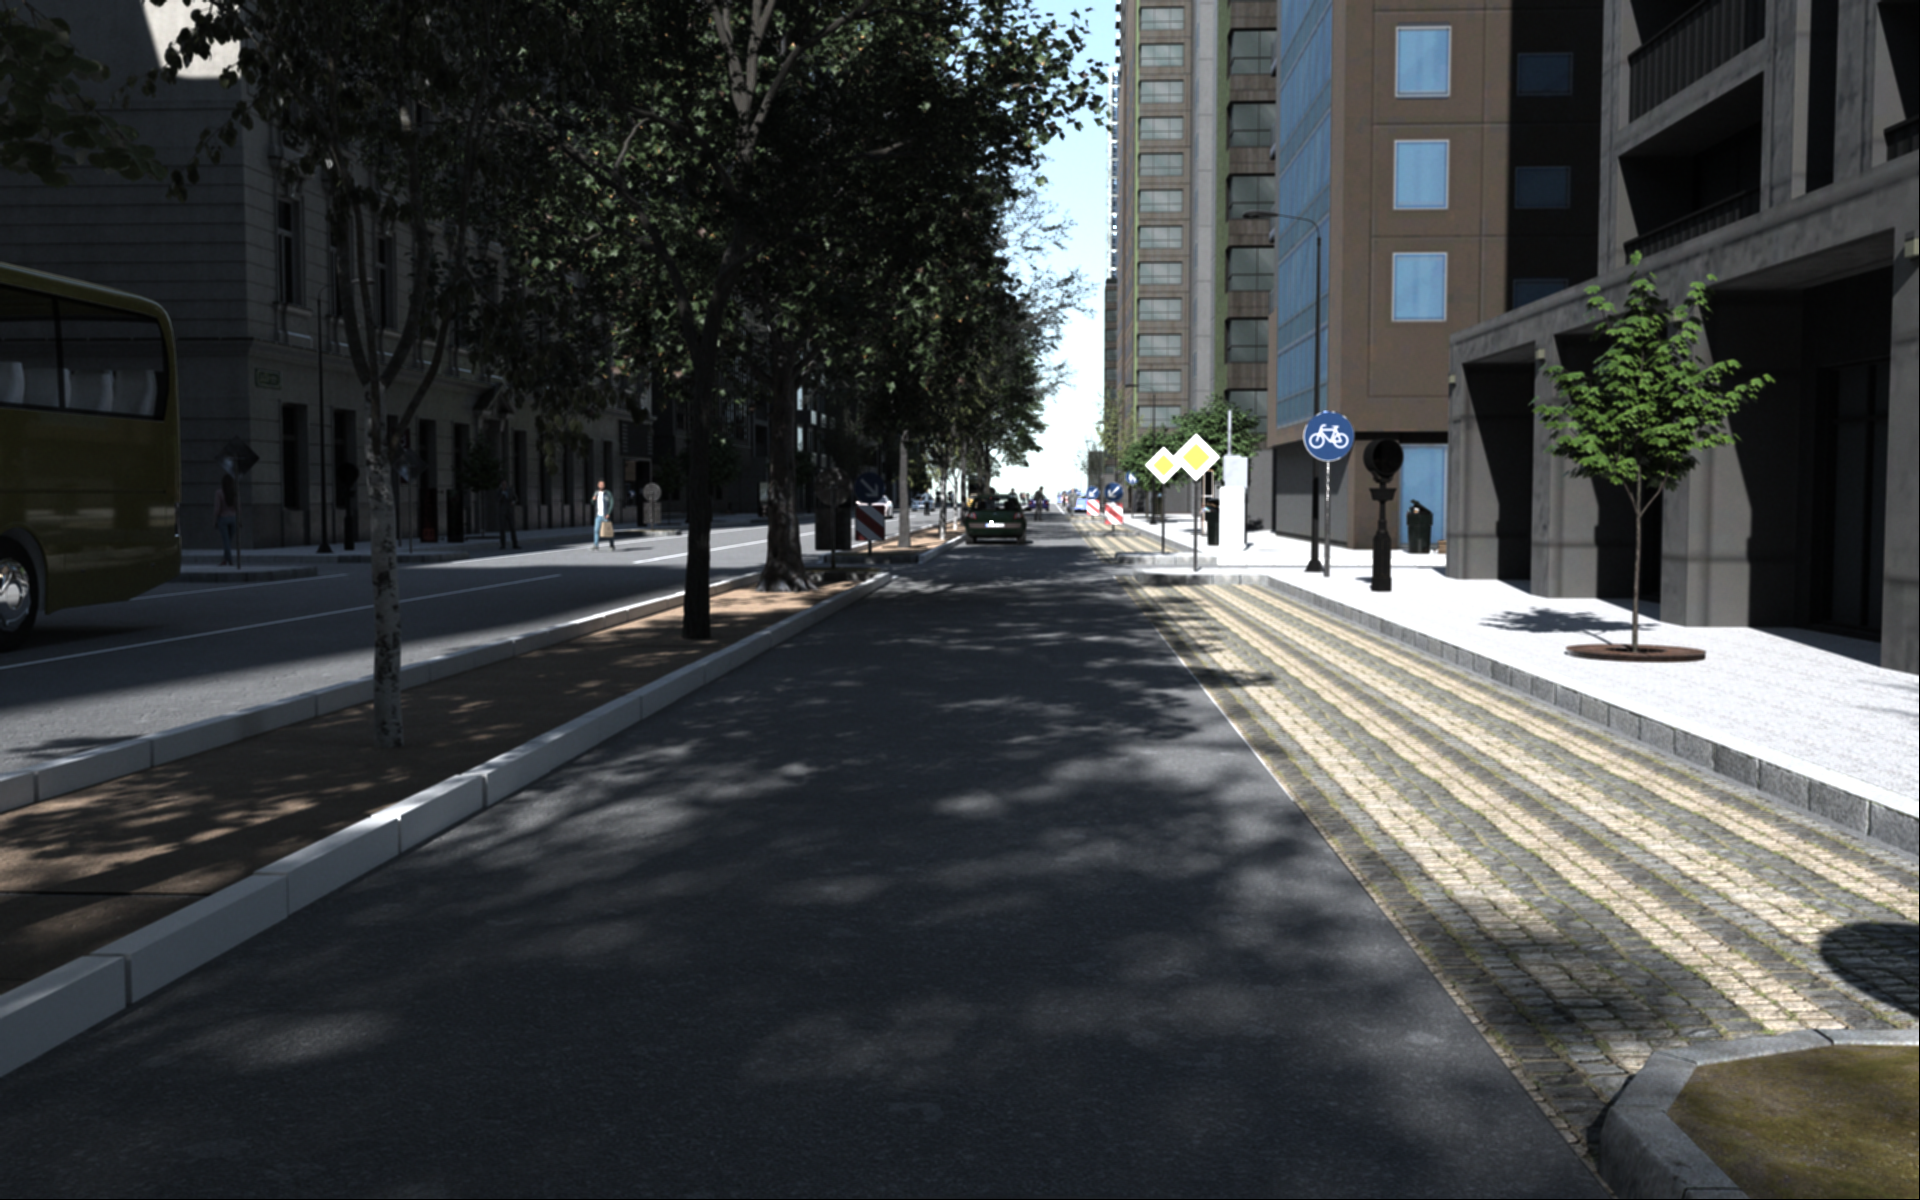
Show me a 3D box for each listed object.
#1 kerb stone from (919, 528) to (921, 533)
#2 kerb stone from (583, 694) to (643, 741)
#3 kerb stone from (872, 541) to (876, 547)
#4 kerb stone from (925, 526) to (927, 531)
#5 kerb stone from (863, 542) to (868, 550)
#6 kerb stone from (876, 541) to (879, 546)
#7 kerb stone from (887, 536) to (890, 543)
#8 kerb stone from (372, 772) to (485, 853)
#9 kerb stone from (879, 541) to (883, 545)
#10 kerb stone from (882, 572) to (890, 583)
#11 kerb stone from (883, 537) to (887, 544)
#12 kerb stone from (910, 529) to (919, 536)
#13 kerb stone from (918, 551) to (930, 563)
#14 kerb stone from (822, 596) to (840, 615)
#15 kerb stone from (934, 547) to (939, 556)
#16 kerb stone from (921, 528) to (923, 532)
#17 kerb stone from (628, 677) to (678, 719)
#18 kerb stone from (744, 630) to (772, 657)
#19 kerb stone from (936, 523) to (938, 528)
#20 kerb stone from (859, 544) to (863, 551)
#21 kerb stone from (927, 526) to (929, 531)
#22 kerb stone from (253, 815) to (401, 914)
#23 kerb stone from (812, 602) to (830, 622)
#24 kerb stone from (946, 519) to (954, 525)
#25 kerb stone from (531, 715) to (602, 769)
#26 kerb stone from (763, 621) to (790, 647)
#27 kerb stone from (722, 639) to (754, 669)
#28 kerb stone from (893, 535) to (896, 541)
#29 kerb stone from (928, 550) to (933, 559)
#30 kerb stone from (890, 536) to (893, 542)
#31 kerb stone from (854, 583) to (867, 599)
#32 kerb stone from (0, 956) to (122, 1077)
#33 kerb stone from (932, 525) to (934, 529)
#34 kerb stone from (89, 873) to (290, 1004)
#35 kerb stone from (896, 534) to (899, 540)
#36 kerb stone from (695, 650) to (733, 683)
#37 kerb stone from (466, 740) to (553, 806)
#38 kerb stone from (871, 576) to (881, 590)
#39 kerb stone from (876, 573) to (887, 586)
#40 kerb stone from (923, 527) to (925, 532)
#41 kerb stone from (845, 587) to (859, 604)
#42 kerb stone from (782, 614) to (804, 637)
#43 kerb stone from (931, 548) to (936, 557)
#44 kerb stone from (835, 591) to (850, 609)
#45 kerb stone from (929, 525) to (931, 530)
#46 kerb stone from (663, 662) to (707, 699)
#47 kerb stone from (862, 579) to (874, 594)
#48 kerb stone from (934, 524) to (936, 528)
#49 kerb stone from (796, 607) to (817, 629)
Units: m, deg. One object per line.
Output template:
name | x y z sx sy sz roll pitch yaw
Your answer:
kerb stone | -1.587 -2.454 62.325 0.120 0.150 1.000 0 4 3
kerb stone | -2.111 0.716 10.482 0.120 0.150 1.000 0 4 3
kerb stone | -2.415 -1.451 45.951 0.120 0.150 1.000 0 4 3
kerb stone | -1.426 -2.639 65.393 0.120 0.150 1.000 0 4 3
kerb stone | -2.511 -1.327 43.897 0.120 0.150 1.000 0 4 3
kerb stone | -2.368 -1.515 46.972 0.120 0.150 1.000 0 4 3
kerb stone | -2.201 -1.704 50.059 0.120 0.150 1.000 0 4 3
kerb stone | -2.267 0.904 7.416 0.120 0.150 1.000 0 4 3
kerb stone | -2.317 -1.579 48.009 0.120 0.150 1.000 0 4 3
kerb stone | -1.234 -0.347 27.902 0.120 0.150 1.000 0 4 3
kerb stone | -2.256 -1.641 49.032 0.120 0.150 1.000 0 4 3
kerb stone | -1.631 -2.388 61.304 0.120 0.150 1.000 0 4 3
kerb stone | -0.783 -0.882 36.609 0.120 0.150 1.000 0 4 3
kerb stone | -1.588 0.090 20.734 0.120 0.150 1.000 0 4 3
kerb stone | -0.634 -1.070 39.687 0.120 0.150 1.000 0 4 3
kerb stone | -1.536 -2.517 63.351 0.120 0.150 1.000 0 4 3
kerb stone | -2.054 0.654 11.503 0.120 0.150 1.000 0 4 3
kerb stone | -1.855 0.406 15.612 0.120 0.150 1.000 0 4 3
kerb stone | -1.121 -3.015 71.518 0.120 0.150 1.000 0 4 3
kerb stone | -2.573 -1.265 42.876 0.120 0.150 1.000 0 4 3
kerb stone | -1.378 -2.705 66.414 0.120 0.150 1.000 0 4 3
kerb stone | -2.318 0.970 6.388 0.120 0.150 1.000 0 4 3
kerb stone | -1.635 0.153 19.713 0.120 0.150 1.000 0 4 3
kerb stone | -0.504 -3.764 83.786 0.120 0.150 1.000 0 4 3
kerb stone | -2.158 0.779 9.461 0.120 0.150 1.000 0 4 3
kerb stone | -1.794 0.341 16.640 0.120 0.150 1.000 0 4 3
kerb stone | -1.899 0.471 14.581 0.120 0.150 1.000 0 4 3
kerb stone | -2.106 -1.830 52.112 0.120 0.150 1.000 0 4 3
kerb stone | -0.730 -0.945 37.643 0.120 0.150 1.000 0 4 3
kerb stone | -2.165 -1.767 51.089 0.120 0.150 1.000 0 4 3
kerb stone | -1.429 -0.094 23.808 0.120 0.150 1.000 0 4 3
kerb stone | -2.412 1.098 4.332 0.120 0.150 1.000 0 4 3
kerb stone | -1.222 -2.884 69.476 0.120 0.150 1.000 0 4 3
kerb stone | -2.362 1.038 5.367 0.120 0.150 1.000 0 4 3
kerb stone | -2.048 -1.888 53.132 0.120 0.150 1.000 0 4 3
kerb stone | -1.952 0.528 13.555 0.120 0.150 1.000 0 4 3
kerb stone | -2.201 0.841 8.440 0.120 0.150 1.000 0 4 3
kerb stone | -1.327 -0.217 25.850 0.120 0.150 1.000 0 4 3
kerb stone | -1.276 -0.287 26.881 0.120 0.150 1.000 0 4 3
kerb stone | -1.482 -2.579 64.372 0.120 0.150 1.000 0 4 3
kerb stone | -1.482 -0.036 22.787 0.120 0.150 1.000 0 4 3
kerb stone | -1.743 0.277 17.661 0.120 0.150 1.000 0 4 3
kerb stone | -0.686 -1.003 38.667 0.120 0.150 1.000 0 4 3
kerb stone | -1.533 0.027 21.761 0.120 0.150 1.000 0 4 3
kerb stone | -1.321 -2.767 67.434 0.120 0.150 1.000 0 4 3
kerb stone | -2.010 0.591 12.526 0.120 0.150 1.000 0 4 3
kerb stone | -1.380 -0.158 24.829 0.120 0.150 1.000 0 4 3
kerb stone | -1.177 -2.954 70.498 0.120 0.150 1.000 0 4 3
kerb stone | -1.693 0.215 18.692 0.120 0.150 1.000 0 4 3
